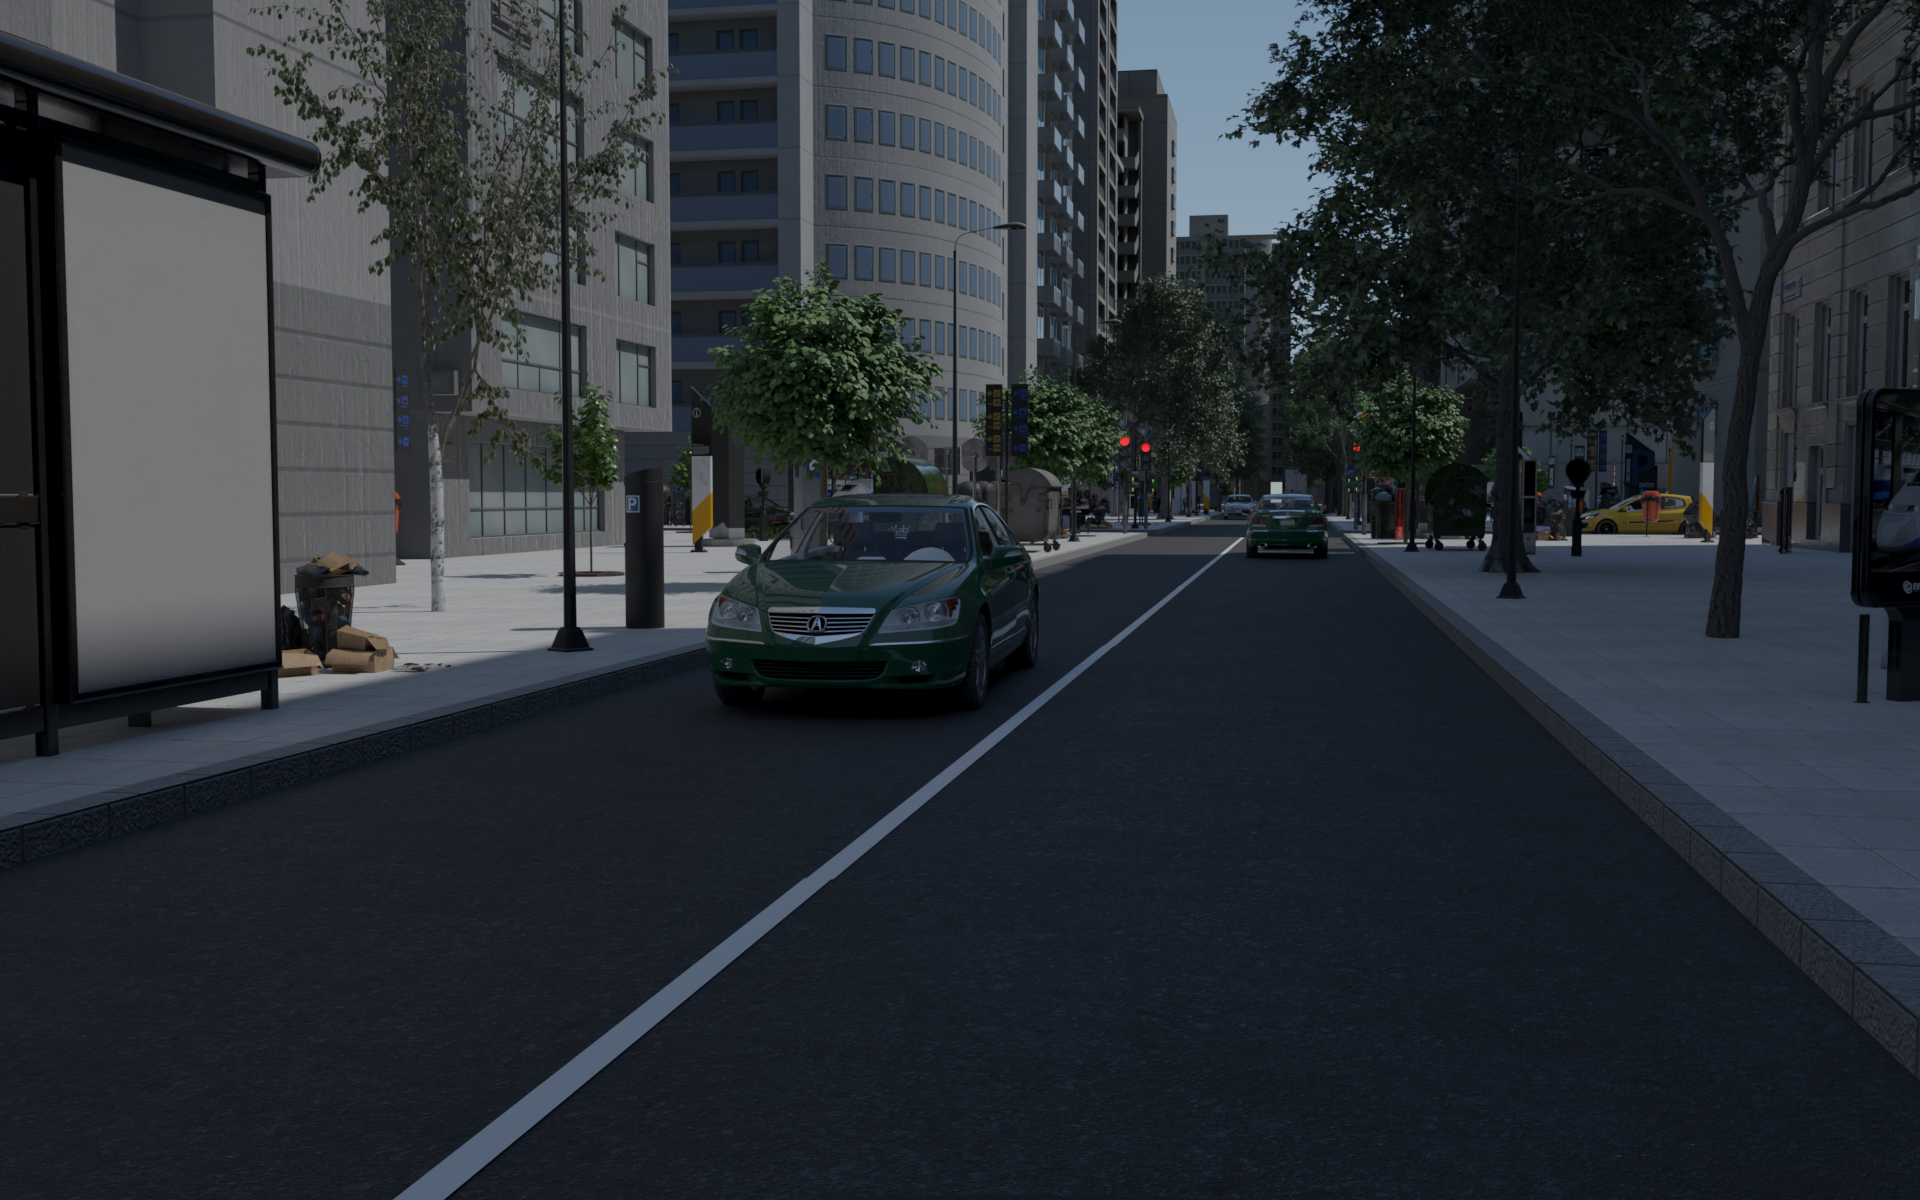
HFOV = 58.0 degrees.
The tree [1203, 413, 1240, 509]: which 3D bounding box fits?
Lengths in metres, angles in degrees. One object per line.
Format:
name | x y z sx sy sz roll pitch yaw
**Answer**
tree | 20.219 -11.432 137.271 4.737 8.622 4.395 0 3 0

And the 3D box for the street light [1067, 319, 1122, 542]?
street light | 3.602 -4.512 46.316 1.470 5.913 1.316 1 4 11

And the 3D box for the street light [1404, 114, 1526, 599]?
street light | 6.260 -2.980 21.268 1.470 5.913 1.316 1 4 11

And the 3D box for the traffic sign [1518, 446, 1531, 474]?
traffic sign | 12.838 -2.377 40.053 0.795 2.450 0.064 1 4 19

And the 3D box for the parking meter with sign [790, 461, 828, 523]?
parking meter with sign | -2.445 -1.976 28.566 0.543 3.016 1.738 -1 4 -20

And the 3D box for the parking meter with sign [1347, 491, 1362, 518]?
parking meter with sign | 21.269 -5.867 92.189 1.738 3.016 0.543 -3 5 -42

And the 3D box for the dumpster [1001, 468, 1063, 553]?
dumpster | 1.550 -2.012 38.656 1.264 1.857 1.865 1 4 11

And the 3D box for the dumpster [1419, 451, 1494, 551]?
dumpster | 11.352 -2.275 39.686 1.502 2.255 1.985 1 4 11

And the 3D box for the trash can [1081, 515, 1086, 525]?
trash can | 4.722 -3.517 69.159 0.748 1.137 0.748 0 3 0

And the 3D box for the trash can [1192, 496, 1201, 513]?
trash can | 15.885 -6.426 116.718 0.748 1.137 0.748 0 3 0

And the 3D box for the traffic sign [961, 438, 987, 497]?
traffic sign | 0.323 -2.416 39.615 0.768 2.556 0.104 1 4 19

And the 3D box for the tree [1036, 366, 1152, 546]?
tree | 1.900 -3.658 43.528 4.285 4.588 4.351 0 3 0

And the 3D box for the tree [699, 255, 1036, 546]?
tree | -1.867 -2.458 23.904 4.285 4.588 4.351 0 3 0

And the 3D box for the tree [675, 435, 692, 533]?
tree | -9.002 -3.817 57.008 1.663 3.219 1.824 0 3 0

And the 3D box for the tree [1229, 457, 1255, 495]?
tree | 32.013 -15.311 200.697 4.360 8.622 3.978 0 3 0

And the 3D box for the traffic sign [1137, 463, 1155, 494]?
traffic sign | 7.227 -4.129 67.608 0.768 2.556 0.104 1 4 15

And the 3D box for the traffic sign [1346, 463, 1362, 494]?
traffic sign | 15.750 -4.215 69.018 0.768 2.556 0.104 1 4 14

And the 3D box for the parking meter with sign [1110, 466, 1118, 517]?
parking meter with sign | 8.761 -6.219 97.940 0.543 3.016 1.738 1 4 9

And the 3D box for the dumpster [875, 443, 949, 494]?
dumpster | -1.140 -1.861 32.918 1.502 2.255 1.985 1 4 11

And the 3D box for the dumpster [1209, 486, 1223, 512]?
dumpster | 17.935 -7.153 122.713 1.264 1.857 1.865 1 4 11

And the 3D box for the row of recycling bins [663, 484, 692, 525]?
row of recycling bins | -11.070 -3.928 71.330 3.534 1.692 1.069 1 4 18

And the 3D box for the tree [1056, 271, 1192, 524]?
tree | 7.225 -8.467 72.842 7.601 10.594 8.767 3 5 40

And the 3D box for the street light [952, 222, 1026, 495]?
street light | 0.441 -3.506 29.860 1.470 5.913 1.316 1 4 11

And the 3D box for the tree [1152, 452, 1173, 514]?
tree | 3.512 -4.206 52.475 4.285 4.588 4.351 0 3 0

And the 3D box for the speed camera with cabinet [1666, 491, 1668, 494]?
speed camera with cabinet | 43.368 -6.719 104.197 2.038 3.252 0.660 0 4 7

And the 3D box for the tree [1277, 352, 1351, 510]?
tree | 30.389 -14.363 141.485 9.857 13.997 8.962 0 3 0

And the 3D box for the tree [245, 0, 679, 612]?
tree | -5.459 -4.176 18.638 4.360 8.622 3.978 0 3 0

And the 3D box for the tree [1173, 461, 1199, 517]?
tree | 12.072 -7.084 99.536 4.285 4.588 4.351 0 3 0

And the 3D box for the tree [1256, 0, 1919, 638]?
tree | 6.743 -4.921 14.874 8.767 10.594 7.601 1 4 12

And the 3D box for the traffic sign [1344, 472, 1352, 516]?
traffic sign | 20.495 -5.547 90.796 0.768 2.556 0.104 1 4 16

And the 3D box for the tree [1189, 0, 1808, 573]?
tree | 8.937 -6.795 28.113 9.611 12.733 9.660 0 3 0

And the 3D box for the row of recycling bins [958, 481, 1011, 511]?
row of recycling bins | 0.895 -2.947 55.292 1.069 1.692 3.534 2 4 26

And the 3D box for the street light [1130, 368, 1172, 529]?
street light | 7.012 -5.582 63.808 1.470 5.913 1.316 1 4 11

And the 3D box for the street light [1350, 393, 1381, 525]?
street light | 9.512 -4.029 38.419 1.470 5.913 1.316 1 4 11

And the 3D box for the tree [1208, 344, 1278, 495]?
tree | 33.501 -21.931 214.466 12.611 20.169 13.585 0 3 0

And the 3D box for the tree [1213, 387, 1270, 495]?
tree | 28.685 -16.108 181.496 7.486 12.596 7.792 0 3 0

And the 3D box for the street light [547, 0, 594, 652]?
street light | -2.665 -2.531 13.915 1.470 5.913 1.316 1 4 11

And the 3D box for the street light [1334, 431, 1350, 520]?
street light | 12.644 -5.012 54.493 1.470 5.913 1.316 1 4 11

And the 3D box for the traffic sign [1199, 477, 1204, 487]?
traffic sign | 17.833 -7.727 126.438 0.768 2.556 0.104 1 4 17

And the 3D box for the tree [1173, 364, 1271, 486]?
tree | 23.186 -15.287 156.601 9.857 13.997 8.962 0 3 0

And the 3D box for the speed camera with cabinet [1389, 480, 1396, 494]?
speed camera with cabinet | 18.250 -4.826 73.246 0.660 3.252 2.038 0 4 4

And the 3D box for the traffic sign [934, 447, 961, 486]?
traffic sign | -0.276 -2.156 37.376 0.606 2.300 0.079 1 4 19

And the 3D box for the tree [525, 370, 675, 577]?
tree | -5.780 -2.001 27.315 1.663 3.219 1.824 0 3 0

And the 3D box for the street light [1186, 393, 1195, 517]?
street light | 10.156 -6.558 79.767 1.470 5.913 1.316 1 4 11

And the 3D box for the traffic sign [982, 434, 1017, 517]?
traffic sign | 0.823 -2.214 36.298 0.768 2.556 0.104 1 4 17

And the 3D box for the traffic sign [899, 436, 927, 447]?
traffic sign | -1.081 -2.330 38.198 0.768 2.556 0.104 1 4 15

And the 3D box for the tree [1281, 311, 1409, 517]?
tree | 21.767 -10.533 97.971 9.928 11.665 9.643 0 3 0

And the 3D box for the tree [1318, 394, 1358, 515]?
tree | 23.880 -9.550 106.497 4.360 8.622 3.978 0 3 0

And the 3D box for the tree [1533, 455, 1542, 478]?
tree | 31.543 -7.059 99.120 4.285 4.588 4.351 0 3 0

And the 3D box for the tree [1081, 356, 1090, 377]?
tree | 10.349 -10.446 87.799 9.611 12.733 9.660 0 3 0

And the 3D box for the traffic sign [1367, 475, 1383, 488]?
traffic sign | 15.423 -3.926 64.196 0.884 2.594 0.081 1 4 15

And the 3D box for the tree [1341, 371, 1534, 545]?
tree | 11.403 -3.714 44.430 4.285 4.588 4.351 0 3 0

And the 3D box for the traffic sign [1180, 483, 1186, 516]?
traffic sign | 13.096 -6.272 102.647 0.768 2.556 0.104 1 4 21
